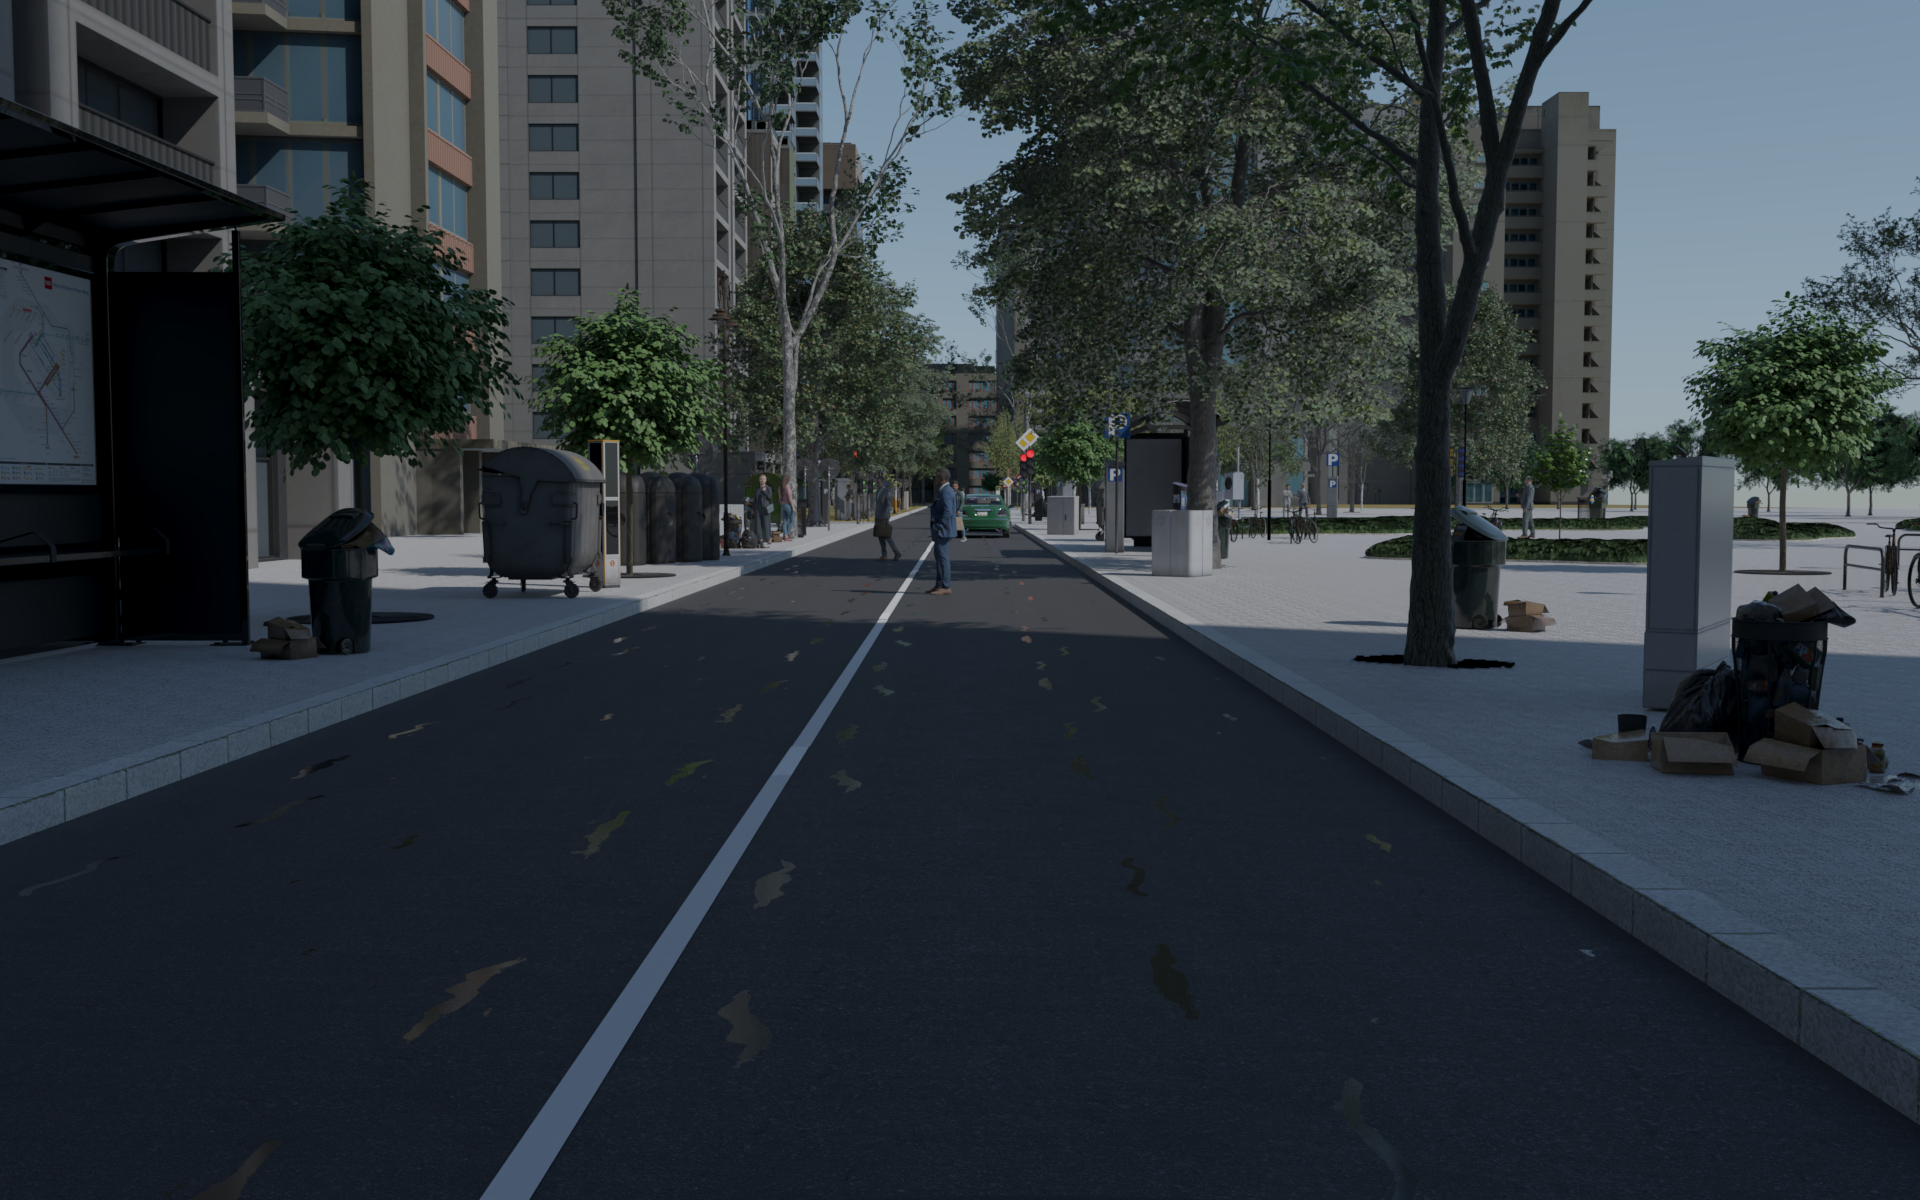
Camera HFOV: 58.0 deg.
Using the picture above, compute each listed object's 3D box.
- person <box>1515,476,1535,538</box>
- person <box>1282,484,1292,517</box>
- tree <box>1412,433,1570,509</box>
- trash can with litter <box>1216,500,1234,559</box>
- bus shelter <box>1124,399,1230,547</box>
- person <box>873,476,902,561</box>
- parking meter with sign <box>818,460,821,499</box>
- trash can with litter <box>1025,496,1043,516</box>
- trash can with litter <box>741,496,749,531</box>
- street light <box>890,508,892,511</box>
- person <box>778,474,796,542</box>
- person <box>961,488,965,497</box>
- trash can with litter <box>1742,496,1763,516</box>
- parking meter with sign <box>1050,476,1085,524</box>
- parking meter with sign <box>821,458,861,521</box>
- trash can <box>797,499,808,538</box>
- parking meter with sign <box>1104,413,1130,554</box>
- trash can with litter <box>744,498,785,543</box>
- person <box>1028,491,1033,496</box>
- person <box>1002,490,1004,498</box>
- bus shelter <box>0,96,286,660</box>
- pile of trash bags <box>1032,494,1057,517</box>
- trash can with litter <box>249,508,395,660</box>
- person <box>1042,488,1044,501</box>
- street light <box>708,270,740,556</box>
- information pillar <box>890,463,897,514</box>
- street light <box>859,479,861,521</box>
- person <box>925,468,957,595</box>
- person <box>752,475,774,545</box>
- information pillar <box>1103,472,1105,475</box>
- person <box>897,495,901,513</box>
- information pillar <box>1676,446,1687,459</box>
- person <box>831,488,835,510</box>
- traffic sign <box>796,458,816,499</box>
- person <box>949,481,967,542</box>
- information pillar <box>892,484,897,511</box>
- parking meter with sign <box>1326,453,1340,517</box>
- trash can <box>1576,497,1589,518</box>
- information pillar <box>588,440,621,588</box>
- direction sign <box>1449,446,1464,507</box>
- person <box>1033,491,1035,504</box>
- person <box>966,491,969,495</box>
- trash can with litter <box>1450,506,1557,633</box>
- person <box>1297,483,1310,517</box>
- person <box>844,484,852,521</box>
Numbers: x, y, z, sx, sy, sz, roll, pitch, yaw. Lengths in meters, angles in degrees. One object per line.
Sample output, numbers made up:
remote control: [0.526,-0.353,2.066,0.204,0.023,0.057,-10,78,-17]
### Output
person: [16.491,-2.711,50.538,0.590,1.801,0.661,1,4,21]
person: [16.983,-5.111,89.796,0.511,1.800,0.466,-2,4,-32]
tree: [48.834,-11.197,145.977,20.602,7.101,11.467,1,4,10]
trash can with litter: [4.846,-1.396,34.208,1.055,1.170,0.624,0,4,-1]
bus shelter: [4.761,-2.799,39.687,2.014,3.302,5.546,0,4,0]
person: [-1.661,-1.749,37.210,0.853,1.813,0.709,-3,5,-43]
parking meter with sign: [-7.052,-5.635,88.394,0.543,3.016,1.738,1,4,9]
trash can with litter: [4.499,-5.641,103.282,2.233,1.210,1.678,3,5,40]
trash can with litter: [-6.509,-2.595,53.484,1.678,1.210,2.233,0,4,-5]
street light: [-4.747,-8.945,119.030,0.468,5.910,1.993,0,4,0]
person: [-4.644,-2.485,46.680,0.555,1.821,0.388,2,4,35]
person: [0.051,-6.273,110.913,0.795,1.843,0.661,-2,4,-26]
trash can with litter: [37.764,-4.358,82.640,1.055,1.170,0.624,-3,4,-36]
parking meter with sign: [5.065,-5.226,81.708,0.543,3.016,1.738,-2,4,-31]
parking meter with sign: [-5.686,-5.361,83.917,1.738,3.016,0.543,-1,4,-23]
trash can: [-4.824,-2.405,50.972,0.748,1.137,0.748,0,3,0]
parking meter with sign: [3.416,-2.558,38.085,0.543,3.016,1.738,0,4,3]
trash can with litter: [-5.178,-2.102,45.757,0.624,1.170,1.055,3,5,45]
person: [8.278,-12.078,204.307,0.721,1.735,1.217,-2,4,-31]
person: [4.616,-11.333,192.052,0.721,1.736,1.217,2,4,26]
bus shelter: [-6.526,-1.242,11.593,1.731,3.624,6.357,0,3,0]
pile of trash bags: [5.183,-5.254,95.647,1.912,1.369,3.447,-1,4,-12]
trash can with litter: [-5.057,-0.144,13.738,0.624,1.170,1.055,2,4,25]
person: [5.842,-7.148,123.138,0.641,1.798,0.478,-1,4,-12]
street light: [-4.865,-3.859,35.886,0.468,5.910,1.993,0,4,0]
information pillar: [-4.274,-7.343,111.420,0.504,3.616,0.183,3,5,41]
street light: [-4.760,-6.664,81.739,0.468,5.910,1.993,0,4,0]
person: [-0.247,-0.980,24.698,0.419,1.800,0.721,-1,4,-9]
person: [-5.000,-2.288,43.872,0.576,1.772,0.534,0,4,2]
information pillar: [5.007,-3.270,57.952,0.304,2.012,0.304,-2,4,-34]
person: [-4.263,-6.661,119.626,0.362,1.253,0.373,1,4,17]
information pillar: [34.599,-5.615,83.154,0.504,3.616,0.183,3,5,41]
person: [-10.028,-7.958,136.335,0.537,1.800,0.526,-3,5,-45]
traffic sign: [-5.470,-3.727,61.046,0.768,2.556,0.104,0,4,8]
person: [-0.099,-2.642,51.686,0.713,1.824,0.794,-2,4,-32]
information pillar: [-4.964,-7.709,130.527,0.304,2.012,0.304,1,4,17]
parking meter with sign: [15.752,-4.712,73.304,0.543,3.016,1.738,1,4,13]
trash can: [29.187,-4.239,80.962,0.748,1.137,0.748,0,3,0]
information pillar: [-4.860,-1.173,23.675,0.304,2.012,0.304,2,4,35]
direction sign: [23.621,-5.536,82.517,0.876,3.537,0.379,1,4,14]
person: [9.657,-13.217,222.931,0.721,1.735,1.217,0,4,3]
person: [0.880,-11.079,189.725,0.705,1.814,1.350,1,4,12]
trash can with litter: [5.125,-0.308,16.431,1.055,1.170,0.624,3,4,39]
person: [16.080,-4.566,80.880,0.661,1.801,0.590,-1,4,-19]
person: [-5.332,-4.636,82.393,0.362,1.759,0.519,-1,4,-17]
